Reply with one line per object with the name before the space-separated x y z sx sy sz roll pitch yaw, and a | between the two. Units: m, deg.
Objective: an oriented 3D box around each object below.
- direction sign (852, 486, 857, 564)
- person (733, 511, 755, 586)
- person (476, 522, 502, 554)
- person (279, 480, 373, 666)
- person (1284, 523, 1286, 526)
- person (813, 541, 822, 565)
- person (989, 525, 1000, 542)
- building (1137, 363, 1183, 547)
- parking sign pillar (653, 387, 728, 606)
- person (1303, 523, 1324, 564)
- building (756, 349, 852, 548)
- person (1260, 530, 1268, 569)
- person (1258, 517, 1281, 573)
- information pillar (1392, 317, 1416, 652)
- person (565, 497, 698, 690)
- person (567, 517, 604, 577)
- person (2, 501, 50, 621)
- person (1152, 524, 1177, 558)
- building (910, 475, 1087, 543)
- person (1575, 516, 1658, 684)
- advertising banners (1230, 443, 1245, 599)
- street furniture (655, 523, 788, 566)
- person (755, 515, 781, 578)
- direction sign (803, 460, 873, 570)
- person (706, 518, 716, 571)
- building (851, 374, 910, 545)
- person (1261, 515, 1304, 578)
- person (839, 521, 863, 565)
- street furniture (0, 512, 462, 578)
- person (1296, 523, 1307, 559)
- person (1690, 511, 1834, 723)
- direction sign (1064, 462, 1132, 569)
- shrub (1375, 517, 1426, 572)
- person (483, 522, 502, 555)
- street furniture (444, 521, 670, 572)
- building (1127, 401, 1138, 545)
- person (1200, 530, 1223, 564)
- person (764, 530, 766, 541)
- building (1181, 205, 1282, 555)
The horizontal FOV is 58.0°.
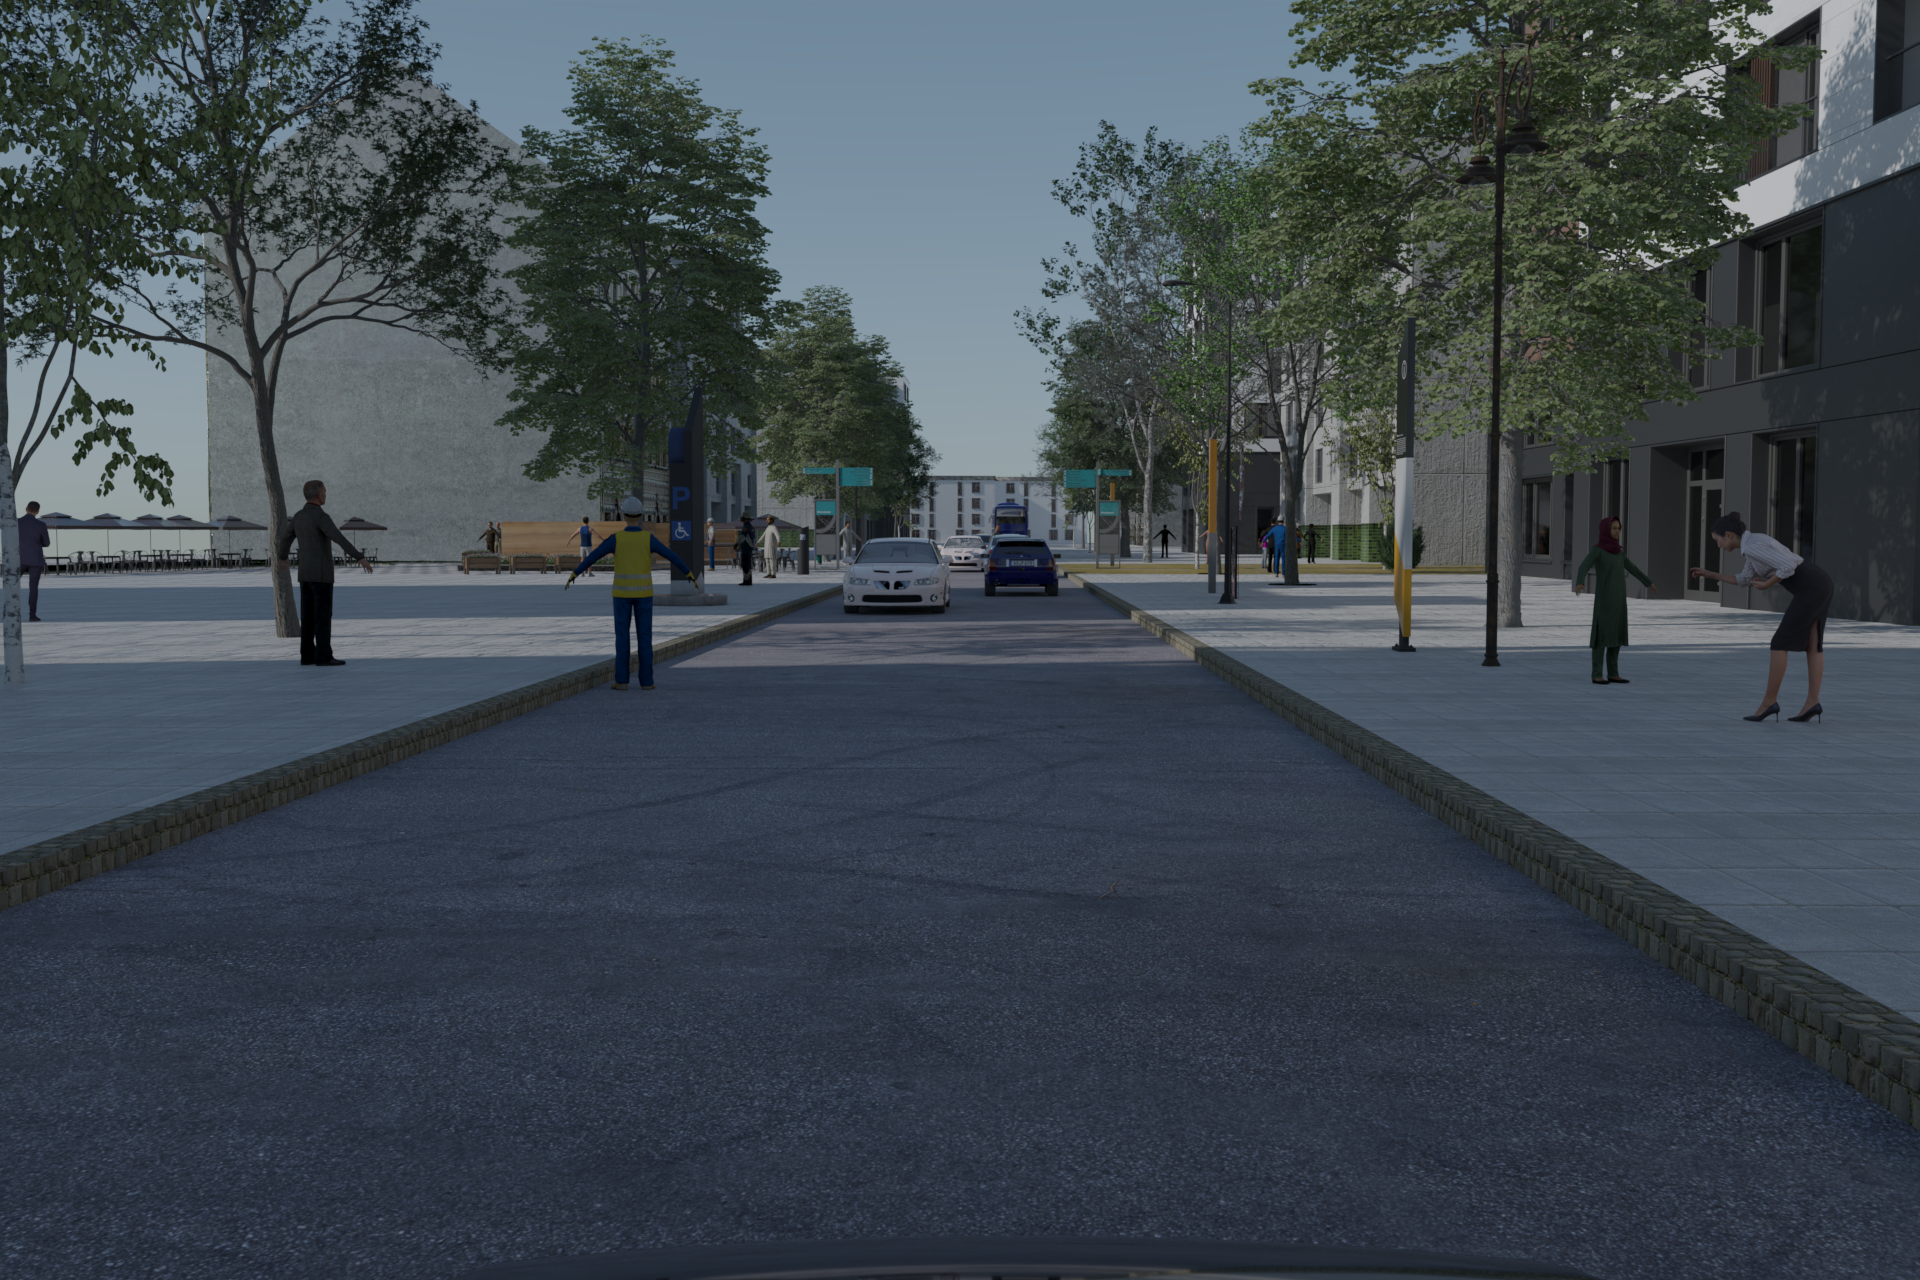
direction sign | -4.481 -5.064 74.797 0.379 3.537 0.876 0 4 1
person | -5.330 -2.273 43.031 0.704 1.845 1.351 1 4 9
person | -19.961 -4.126 73.599 1.346 1.812 0.704 2 4 26
person | -6.261 -0.656 16.910 1.348 1.807 0.705 2 4 32
person | 17.297 -5.280 92.103 0.705 1.856 1.354 3 4 38
person | -5.917 -4.043 72.222 0.704 1.817 1.347 -1 4 -12
person | 1.540 -3.825 71.268 0.705 1.796 1.348 2 4 35
building | 28.549 -21.425 181.227 19.493 23.208 18.063 0 4 2
parking sign pillar | -4.933 -2.619 31.287 1.447 3.967 1.447 0 4 0
person | 15.358 -4.200 75.386 0.721 1.740 1.216 -2 4 -35
building | -21.244 -19.284 181.743 16.747 18.905 31.486 0 4 2
person | 11.325 -3.348 64.006 0.599 1.433 0.991 -1 4 -19
person | 10.409 -3.150 57.435 1.347 1.837 0.705 3 5 44
information pillar | 4.872 -1.690 18.979 0.183 3.616 0.504 0 4 1
person | -3.028 -0.434 16.012 1.216 1.772 0.721 -1 4 -14
person | -11.253 -2.816 52.208 1.345 1.807 0.704 1 4 11
person | -13.780 -1.166 25.548 0.683 1.767 0.568 -1 4 -21
person | 10.995 -5.310 93.011 1.347 1.806 0.705 0 4 -5
building | 4.501 -18.627 249.157 28.070 9.664 9.099 0 4 -6
person | 5.594 -0.342 14.799 0.989 1.438 0.599 -2 4 -30
advertising banners | 5.441 -2.330 34.282 0.090 3.025 2.074 0 4 1
street furniture | -12.941 -4.127 74.324 11.010 1.723 9.812 0 4 -8
person | -5.511 -2.701 50.252 0.704 1.819 1.344 -3 4 -36
direction sign | -4.351 -4.520 62.656 2.525 3.948 1.411 0 4 3
person | -8.732 -3.349 60.610 0.705 1.847 1.347 -1 4 -13
building | -21.205 -22.970 219.531 27.936 21.610 32.646 0 4 2
person | 9.495 -2.770 51.164 1.347 1.842 0.705 2 4 34
person | -4.584 -3.967 71.053 1.347 1.806 0.705 -2 4 -35
street furniture | -30.323 -3.645 64.629 14.083 1.986 27.439 1 4 15
person | 17.612 -5.165 90.223 1.354 1.858 0.705 -3 5 -44
person | 5.522 -0.161 11.865 0.799 1.438 0.628 0 4 -4
direction sign | 5.090 -4.574 63.548 2.525 3.948 1.411 0 3 0
shrub | 14.799 -3.285 58.124 1.690 2.028 1.600 0 3 0
person | -20.413 -4.297 76.530 1.348 1.796 0.705 0 4 5
street furniture | -14.997 -3.412 62.640 9.812 1.723 11.010 1 4 12
building | 29.527 -22.798 203.672 19.493 23.208 18.063 0 4 2
person | 10.679 -4.116 74.099 1.217 1.733 0.721 2 4 25
person | -8.993 -4.627 81.775 0.705 1.813 1.348 1 4 17
building | 29.591 -17.100 123.566 27.936 21.610 32.646 0 4 1
